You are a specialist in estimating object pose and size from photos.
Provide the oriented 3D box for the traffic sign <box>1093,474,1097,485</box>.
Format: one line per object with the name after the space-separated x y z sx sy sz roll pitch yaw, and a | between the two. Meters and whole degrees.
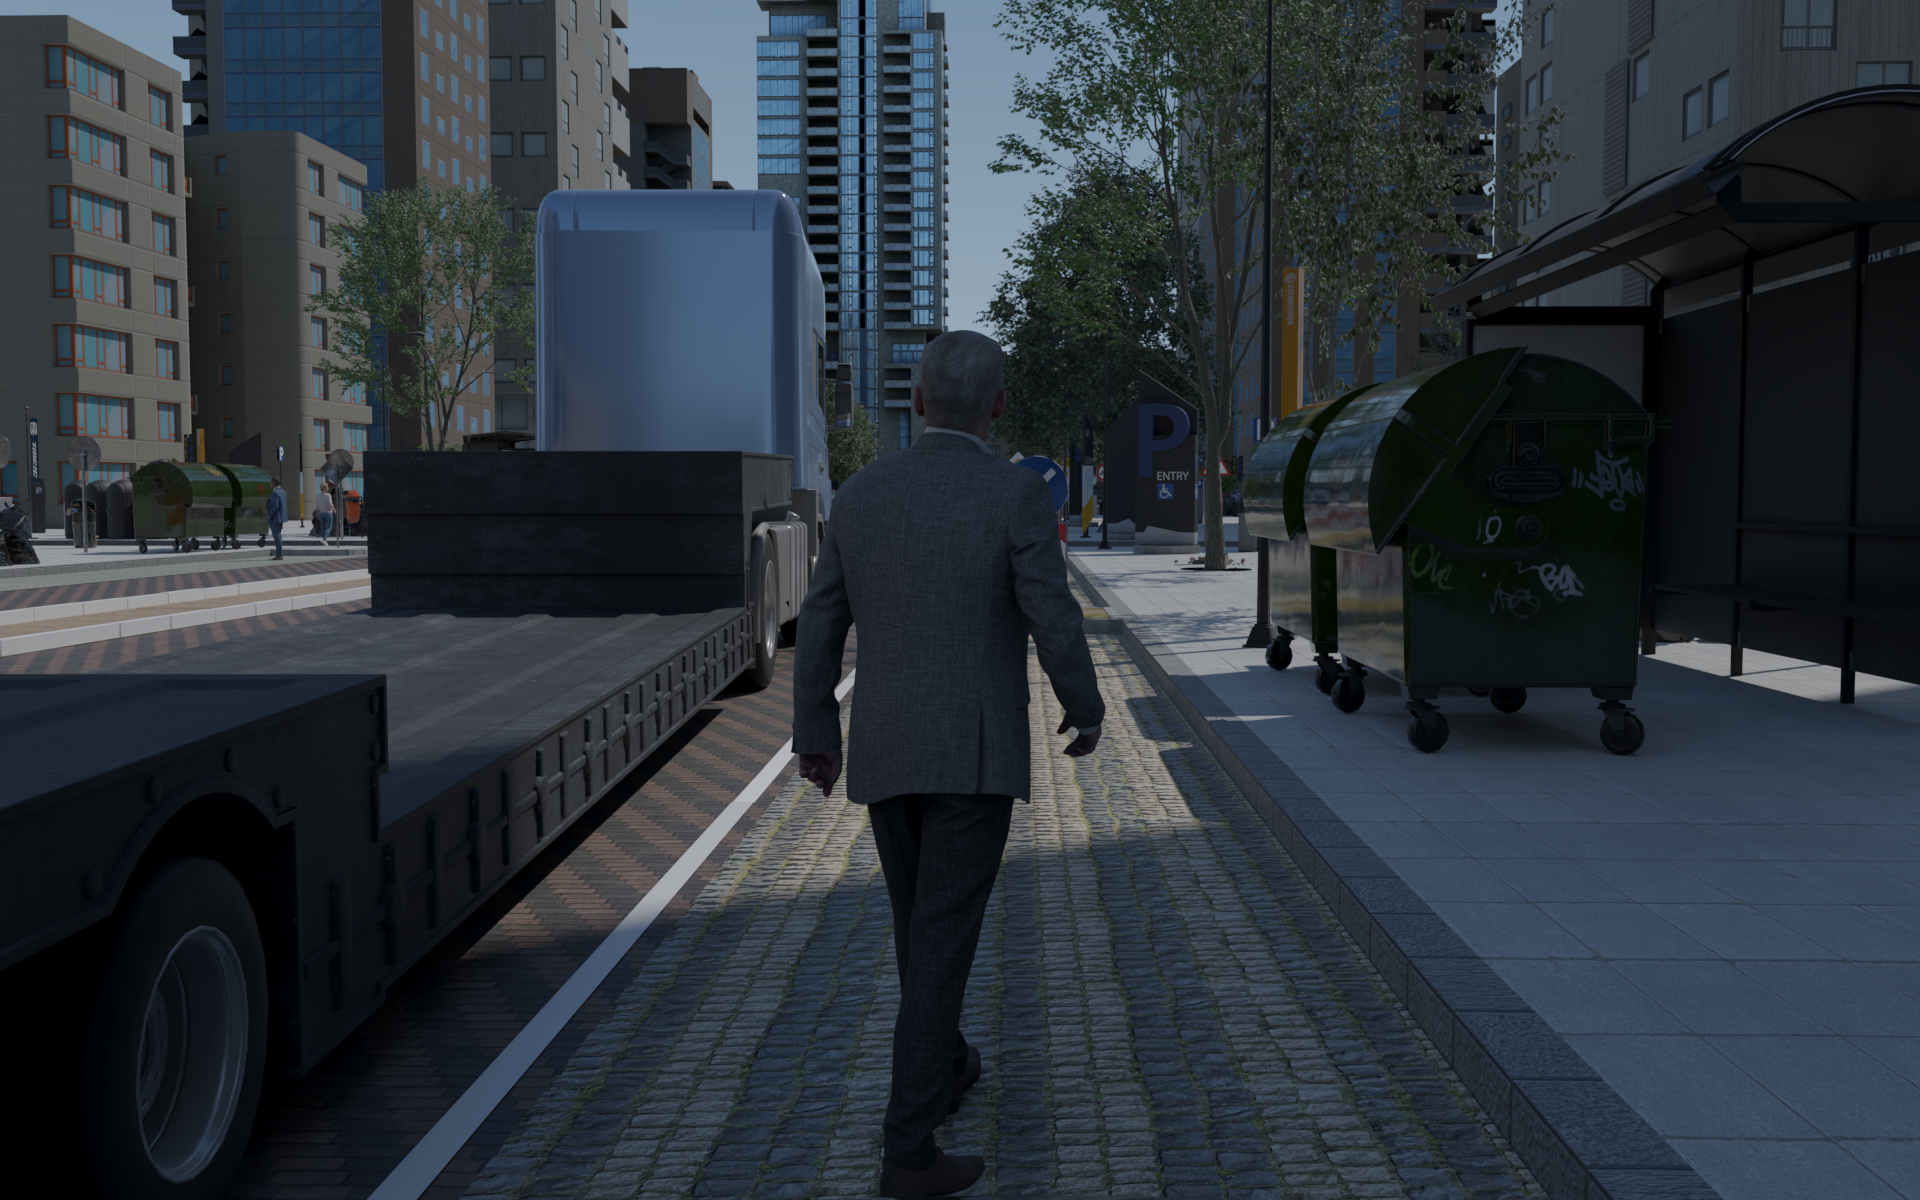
8.096 -6.543 107.084 0.768 2.556 0.104 0 4 4 | traffic sign

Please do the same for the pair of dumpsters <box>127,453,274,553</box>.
-17.184 -2.256 39.387 1.574 2.255 4.437 0 4 2 | pair of dumpsters

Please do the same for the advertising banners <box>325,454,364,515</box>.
-26.516 -4.844 75.382 2.074 3.025 0.090 -2 4 -27 | advertising banners

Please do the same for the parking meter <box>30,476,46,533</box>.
-30.118 -3.113 56.604 0.255 1.863 0.399 3 5 44 | parking meter

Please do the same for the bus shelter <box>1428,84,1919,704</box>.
4.724 -1.066 11.345 2.014 3.302 5.546 0 4 2 | bus shelter

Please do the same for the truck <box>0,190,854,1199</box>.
-2.604 -1.213 9.587 2.967 4.110 18.799 0 4 0 | truck

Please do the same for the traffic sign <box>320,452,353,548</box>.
-14.818 -2.297 41.197 0.795 2.450 0.064 0 4 2 | traffic sign

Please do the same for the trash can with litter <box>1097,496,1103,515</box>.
8.591 -5.767 105.671 0.624 1.170 1.055 -1 4 -16 | trash can with litter

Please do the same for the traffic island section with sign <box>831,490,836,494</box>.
-11.064 -8.704 150.939 1.989 1.847 2.006 0 4 2 | traffic island section with sign

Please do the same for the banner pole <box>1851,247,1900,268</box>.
7.044 -1.427 13.354 0.863 3.779 0.401 -2 4 -34 | banner pole

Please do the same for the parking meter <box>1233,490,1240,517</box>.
15.536 -5.443 97.404 0.372 1.533 0.369 0 3 0 | parking meter

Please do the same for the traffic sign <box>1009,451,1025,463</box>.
1.368 -2.265 40.669 0.795 2.450 0.064 0 4 2 | traffic sign

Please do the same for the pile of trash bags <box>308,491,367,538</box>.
-18.475 -2.595 52.179 1.912 1.369 3.447 -2 4 -27 | pile of trash bags

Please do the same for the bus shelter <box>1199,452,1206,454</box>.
8.299 -4.519 67.808 2.014 3.302 5.546 0 4 2 | bus shelter

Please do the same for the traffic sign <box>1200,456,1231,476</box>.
7.346 -3.049 49.862 0.884 2.594 0.081 0 4 4 | traffic sign

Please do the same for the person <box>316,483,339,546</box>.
-17.159 -2.306 46.871 0.731 1.740 0.598 0 4 4 | person

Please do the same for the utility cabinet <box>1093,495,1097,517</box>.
7.328 -5.310 97.983 0.306 1.237 1.020 3 5 41 | utility cabinet

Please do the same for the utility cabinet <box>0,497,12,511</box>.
-19.255 -1.430 34.541 1.020 1.237 0.306 3 5 40 | utility cabinet

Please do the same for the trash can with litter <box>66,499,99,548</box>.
-20.868 -1.824 41.210 0.624 1.170 1.055 -1 4 -21 | trash can with litter

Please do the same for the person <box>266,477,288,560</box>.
-14.676 -1.746 37.234 0.419 1.800 0.721 -1 4 -9 | person

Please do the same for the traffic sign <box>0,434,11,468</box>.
-19.965 -2.182 35.785 0.768 2.556 0.104 0 4 5 | traffic sign

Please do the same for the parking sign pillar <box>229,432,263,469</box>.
-30.739 -5.268 74.597 1.447 3.967 1.447 -1 4 -19 | parking sign pillar

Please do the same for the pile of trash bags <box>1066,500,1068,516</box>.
6.415 -5.608 101.450 3.447 1.369 1.912 1 4 17 | pile of trash bags

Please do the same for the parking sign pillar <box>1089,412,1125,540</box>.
4.711 -3.672 48.502 1.447 3.967 1.447 -2 4 -34 | parking sign pillar

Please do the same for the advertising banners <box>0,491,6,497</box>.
-35.270 -4.028 62.050 0.090 3.025 2.074 2 4 34 | advertising banners

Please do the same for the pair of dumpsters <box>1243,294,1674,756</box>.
2.792 -0.490 10.506 1.574 2.255 4.437 0 4 2 | pair of dumpsters

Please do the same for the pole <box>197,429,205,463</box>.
-23.729 -3.691 54.189 0.158 3.312 0.155 0 3 0 | pole

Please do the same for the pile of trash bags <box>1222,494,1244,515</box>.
16.318 -5.784 104.323 1.912 1.369 3.447 2 4 32 | pile of trash bags

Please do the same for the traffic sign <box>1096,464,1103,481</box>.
5.982 -4.356 71.330 0.768 2.556 0.104 0 4 5 | traffic sign

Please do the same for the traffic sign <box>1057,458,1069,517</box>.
6.086 -6.275 96.476 2.265 3.308 0.079 0 4 6 | traffic sign

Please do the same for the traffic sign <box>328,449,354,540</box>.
-17.387 -2.968 48.641 0.768 2.556 0.104 0 4 7 | traffic sign

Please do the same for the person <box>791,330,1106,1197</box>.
-0.004 0.313 3.775 0.661 1.777 0.834 1 4 20 | person

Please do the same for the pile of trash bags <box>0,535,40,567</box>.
-18.484 -1.320 31.327 3.447 1.369 1.912 1 4 15 | pile of trash bags

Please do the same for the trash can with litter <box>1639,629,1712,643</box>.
6.369 -0.231 15.162 1.055 1.170 0.624 0 4 -1 | trash can with litter

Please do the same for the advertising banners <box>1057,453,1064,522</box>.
4.291 -4.787 74.462 0.090 3.025 2.074 0 4 -6 | advertising banners

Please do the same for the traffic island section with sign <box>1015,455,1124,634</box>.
0.704 -0.607 18.555 1.989 1.847 2.006 0 4 2 | traffic island section with sign

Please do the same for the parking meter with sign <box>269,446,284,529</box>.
-25.598 -4.090 63.128 1.738 3.016 0.543 0 4 -5 | parking meter with sign

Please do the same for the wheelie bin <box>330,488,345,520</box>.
-30.359 -4.690 84.593 0.693 1.594 0.980 3 4 38 | wheelie bin

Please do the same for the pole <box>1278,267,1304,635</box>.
3.013 -1.340 15.746 0.158 3.312 0.155 0 3 0 | pole

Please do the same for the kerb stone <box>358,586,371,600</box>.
-8.195 -0.103 23.875 0.120 0.150 1.000 0 4 2 | kerb stone

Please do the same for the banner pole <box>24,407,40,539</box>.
-26.701 -3.660 49.859 0.401 3.779 0.863 0 4 -3 | banner pole

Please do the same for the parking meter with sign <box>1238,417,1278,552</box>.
6.639 -2.599 38.761 0.543 3.016 1.738 1 4 23 | parking meter with sign

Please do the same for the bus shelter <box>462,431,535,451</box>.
-17.562 -4.653 67.367 1.731 3.624 6.357 0 4 2 | bus shelter

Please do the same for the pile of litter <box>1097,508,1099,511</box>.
9.966 -6.599 121.861 1.719 0.858 1.176 -1 4 -11 | pile of litter

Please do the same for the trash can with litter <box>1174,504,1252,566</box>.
4.835 -1.292 32.181 1.678 1.210 2.233 1 4 17 | trash can with litter

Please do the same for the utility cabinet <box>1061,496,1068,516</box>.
6.390 -5.616 102.991 1.020 1.237 0.306 1 4 16 | utility cabinet

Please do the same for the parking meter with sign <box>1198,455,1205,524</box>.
10.437 -4.842 75.424 0.543 3.016 1.738 1 4 14 | parking meter with sign

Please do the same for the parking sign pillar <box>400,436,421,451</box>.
-25.553 -5.681 81.357 1.447 3.967 1.447 -3 5 -43 | parking sign pillar

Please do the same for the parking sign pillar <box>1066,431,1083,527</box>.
4.727 -4.867 68.044 1.447 3.967 1.447 2 4 26 | parking sign pillar

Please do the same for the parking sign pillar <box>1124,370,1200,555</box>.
4.459 -2.987 37.311 1.447 3.967 1.447 1 4 17 | parking sign pillar

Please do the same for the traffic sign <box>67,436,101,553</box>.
-19.124 -2.306 37.817 0.768 2.556 0.104 0 4 3 | traffic sign

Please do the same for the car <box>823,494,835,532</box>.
-4.270 -3.232 64.648 2.131 1.459 4.920 0 4 0 | car

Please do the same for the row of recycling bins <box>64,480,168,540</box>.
-24.182 -2.597 49.582 3.534 1.692 1.069 1 4 21 | row of recycling bins

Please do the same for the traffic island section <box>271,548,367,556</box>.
-14.842 -1.161 41.259 2.009 0.180 2.903 0 4 2 | traffic island section
